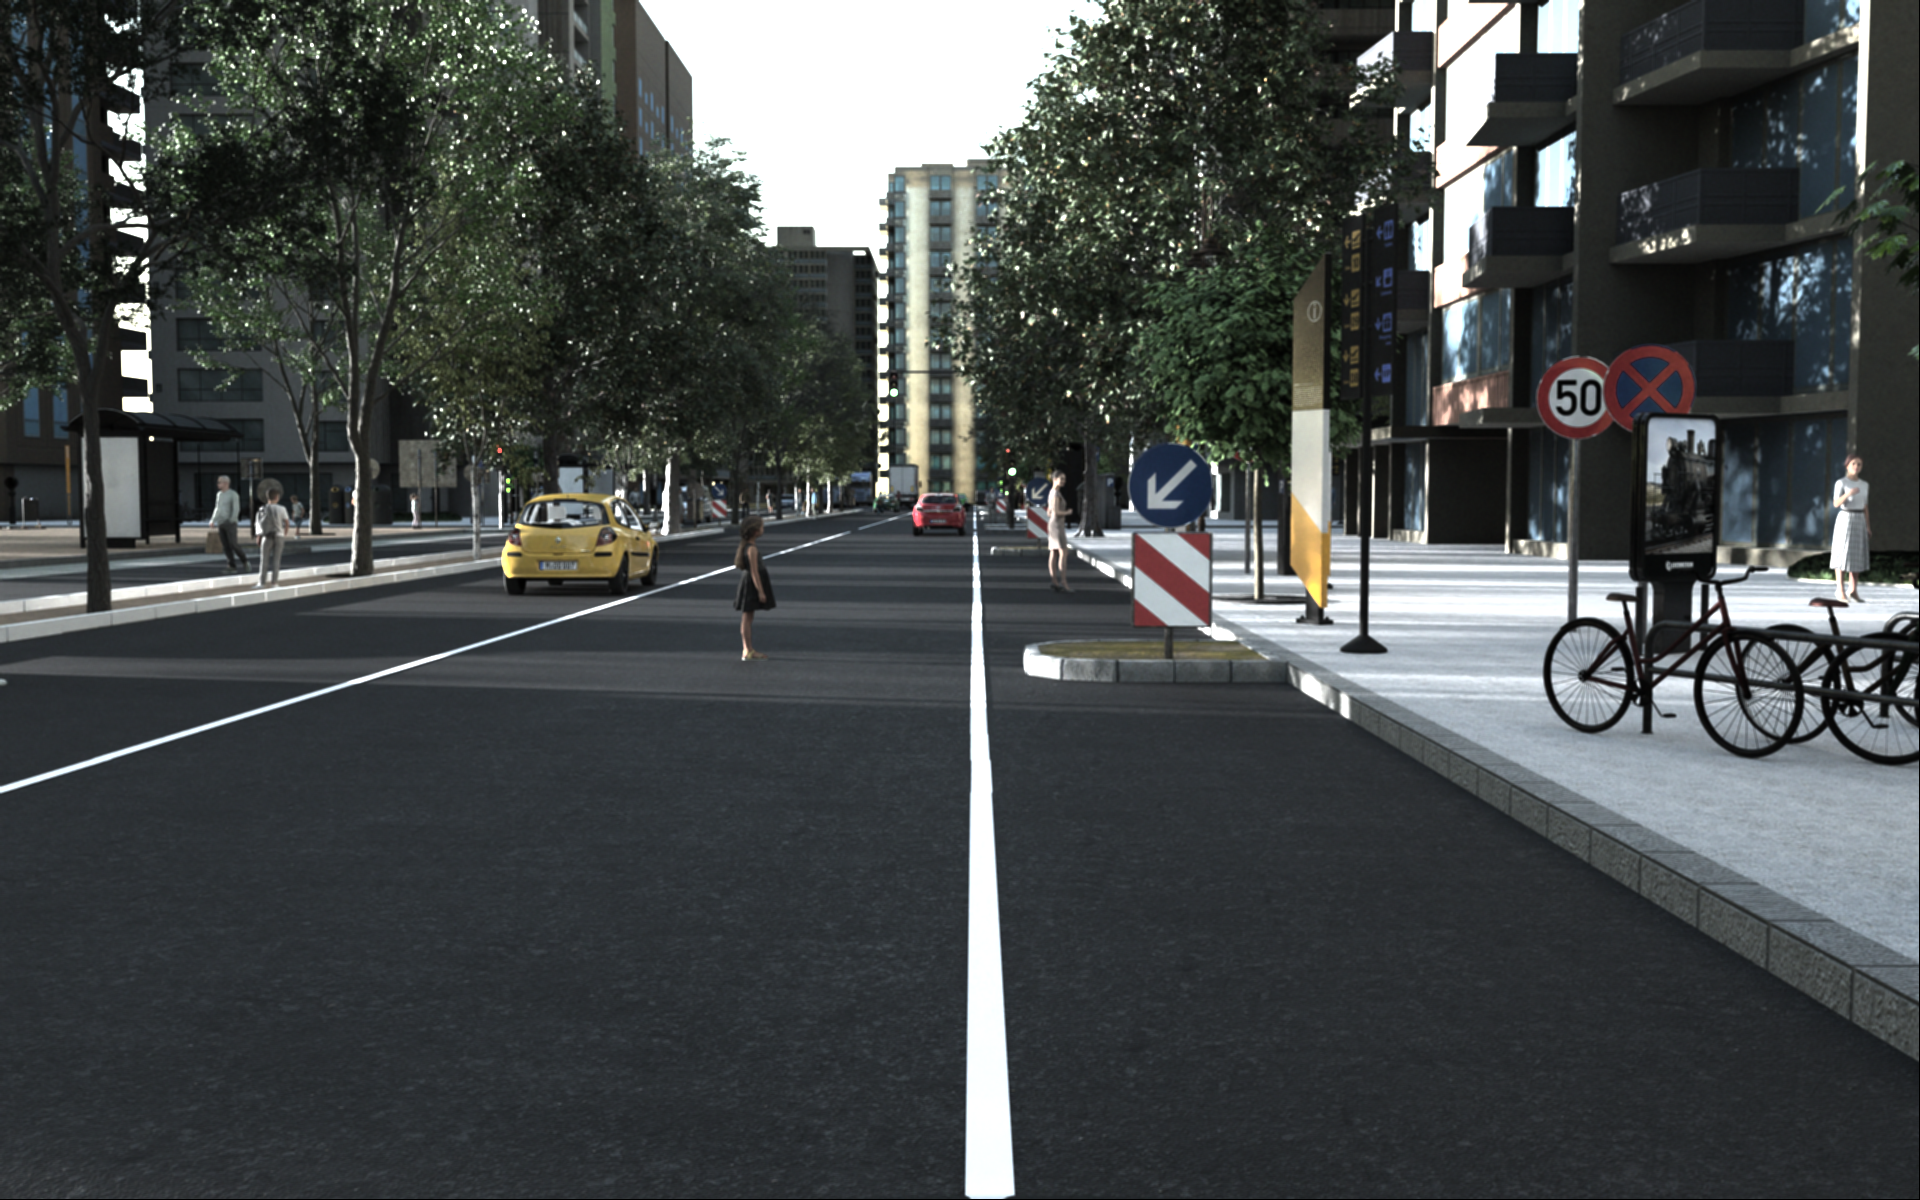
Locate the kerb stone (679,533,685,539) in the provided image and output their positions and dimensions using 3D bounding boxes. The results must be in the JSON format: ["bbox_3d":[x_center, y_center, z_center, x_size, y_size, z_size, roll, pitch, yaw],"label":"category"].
[{"bbox_3d":[-8.988,-2.017,55.178,0.120,0.150,1.000,0,4,0],"label":"kerb stone"}]

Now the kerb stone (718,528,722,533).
[{"bbox_3d":[-8.920,-2.518,63.368,0.120,0.150,1.000,0,4,0],"label":"kerb stone"}]

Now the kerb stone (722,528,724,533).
[{"bbox_3d":[-8.912,-2.581,64.391,0.120,0.150,1.000,0,4,0],"label":"kerb stone"}]

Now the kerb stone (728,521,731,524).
[{"bbox_3d":[-10.876,-3.561,80.411,0.120,0.150,1.000,0,4,0],"label":"kerb stone"}]

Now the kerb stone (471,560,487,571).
[{"bbox_3d":[-9.173,-0.640,32.652,0.120,0.150,1.000,0,4,0],"label":"kerb stone"}]

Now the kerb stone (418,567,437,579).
[{"bbox_3d":[-9.199,-0.446,29.584,0.120,0.150,1.000,0,4,0],"label":"kerb stone"}]

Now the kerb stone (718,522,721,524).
[{"bbox_3d":[-10.906,-3.372,77.340,0.120,0.150,1.000,0,4,0],"label":"kerb stone"}]

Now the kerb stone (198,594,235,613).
[{"bbox_3d":[-9.265,0.048,21.404,0.120,0.150,1.000,0,4,0],"label":"kerb stone"}]

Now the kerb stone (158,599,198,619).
[{"bbox_3d":[-9.279,0.111,20.374,0.120,0.150,1.000,0,4,0],"label":"kerb stone"}]

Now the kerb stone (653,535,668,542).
[{"bbox_3d":[-9.012,-1.829,52.100,0.120,0.150,1.000,0,4,0],"label":"kerb stone"}]

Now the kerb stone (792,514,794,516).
[{"bbox_3d":[-10.652,-5.254,108.097,0.120,0.150,1.000,0,4,0],"label":"kerb stone"}]

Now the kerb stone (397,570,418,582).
[{"bbox_3d":[-9.206,-0.389,28.562,0.120,0.150,1.000,0,4,0],"label":"kerb stone"}]

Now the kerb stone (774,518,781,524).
[{"bbox_3d":[-8.759,-3.685,82.443,0.120,0.150,1.000,0,4,0],"label":"kerb stone"}]

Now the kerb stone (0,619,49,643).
[{"bbox_3d":[-9.294,0.299,17.309,0.120,0.150,1.000,0,4,0],"label":"kerb stone"}]

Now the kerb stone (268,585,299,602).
[{"bbox_3d":[-9.246,-0.077,23.448,0.120,0.150,1.000,0,4,0],"label":"kerb stone"}]

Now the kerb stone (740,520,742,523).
[{"bbox_3d":[-10.835,-3.938,86.580,0.120,0.150,1.000,0,4,0],"label":"kerb stone"}]

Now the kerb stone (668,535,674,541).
[{"bbox_3d":[-9.006,-1.885,53.133,0.120,0.150,1.000,0,4,0],"label":"kerb stone"}]

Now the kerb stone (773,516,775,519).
[{"bbox_3d":[-10.739,-4.627,97.850,0.120,0.150,1.000,0,4,0],"label":"kerb stone"}]

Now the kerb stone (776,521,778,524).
[{"bbox_3d":[-8.768,-3.622,81.416,0.120,0.150,1.000,0,4,0],"label":"kerb stone"}]

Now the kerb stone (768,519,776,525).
[{"bbox_3d":[-8.781,-3.559,80.394,0.120,0.150,1.000,0,4,0],"label":"kerb stone"}]

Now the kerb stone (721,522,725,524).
[{"bbox_3d":[-10.895,-3.435,78.365,0.120,0.150,1.000,0,4,0],"label":"kerb stone"}]

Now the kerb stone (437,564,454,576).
[{"bbox_3d":[-9.189,-0.514,30.606,0.120,0.150,1.000,0,4,0],"label":"kerb stone"}]

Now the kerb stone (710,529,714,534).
[{"bbox_3d":[-8.936,-2.389,61.324,0.120,0.150,1.000,0,4,0],"label":"kerb stone"}]

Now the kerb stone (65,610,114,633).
[{"bbox_3d":[-9.296,0.237,18.331,0.120,0.150,1.000,0,4,0],"label":"kerb stone"}]

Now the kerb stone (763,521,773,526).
[{"bbox_3d":[-8.790,-3.490,79.372,0.120,0.150,1.000,0,4,0],"label":"kerb stone"}]

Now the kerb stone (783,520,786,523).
[{"bbox_3d":[-8.749,-3.807,84.498,0.120,0.150,1.000,0,4,0],"label":"kerb stone"}]

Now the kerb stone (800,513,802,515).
[{"bbox_3d":[-10.609,-5.565,113.225,0.120,0.150,1.000,0,4,0],"label":"kerb stone"}]

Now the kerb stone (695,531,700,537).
[{"bbox_3d":[-8.961,-2.204,58.255,0.120,0.150,1.000,0,4,0],"label":"kerb stone"}]

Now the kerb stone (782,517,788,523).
[{"bbox_3d":[-8.732,-3.873,85.520,0.120,0.150,1.000,0,4,0],"label":"kerb stone"}]

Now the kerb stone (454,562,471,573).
[{"bbox_3d":[-9.178,-0.577,31.628,0.120,0.150,1.000,0,4,0],"label":"kerb stone"}]

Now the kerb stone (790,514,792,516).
[{"bbox_3d":[-10.654,-5.191,107.074,0.120,0.150,1.000,0,4,0],"label":"kerb stone"}]

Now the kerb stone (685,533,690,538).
[{"bbox_3d":[-8.980,-2.074,56.204,0.120,0.150,1.000,0,4,0],"label":"kerb stone"}]

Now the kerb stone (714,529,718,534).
[{"bbox_3d":[-8.931,-2.456,62.346,0.120,0.150,1.000,0,4,0],"label":"kerb stone"}]

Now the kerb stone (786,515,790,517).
[{"bbox_3d":[-10.663,-5.129,106.052,0.120,0.150,1.000,0,4,0],"label":"kerb stone"}]

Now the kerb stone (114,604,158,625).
[{"bbox_3d":[-9.285,0.176,19.353,0.120,0.150,1.000,0,4,0],"label":"kerb stone"}]

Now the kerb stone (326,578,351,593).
[{"bbox_3d":[-9.237,-0.202,25.495,0.120,0.150,1.000,0,4,0],"label":"kerb stone"}]

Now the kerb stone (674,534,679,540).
[{"bbox_3d":[-9.004,-1.955,54.156,0.120,0.150,1.000,0,4,0],"label":"kerb stone"}]

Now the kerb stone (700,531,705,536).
[{"bbox_3d":[-8.954,-2.266,59.277,0.120,0.150,1.000,0,4,0],"label":"kerb stone"}]

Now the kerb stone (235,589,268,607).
[{"bbox_3d":[-9.255,-0.013,22.426,0.120,0.150,1.000,0,4,0],"label":"kerb stone"}]

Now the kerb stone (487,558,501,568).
[{"bbox_3d":[-9.173,-0.700,33.675,0.120,0.150,1.000,0,4,0],"label":"kerb stone"}]

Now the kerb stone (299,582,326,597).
[{"bbox_3d":[-9.243,-0.139,24.473,0.120,0.150,1.000,0,4,0],"label":"kerb stone"}]

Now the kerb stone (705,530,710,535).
[{"bbox_3d":[-8.942,-2.330,60.299,0.120,0.150,1.000,0,4,0],"label":"kerb stone"}]

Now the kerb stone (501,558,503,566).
[{"bbox_3d":[-9.160,-0.765,34.699,0.120,0.150,1.000,0,4,0],"label":"kerb stone"}]

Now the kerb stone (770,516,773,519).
[{"bbox_3d":[-10.740,-4.565,96.828,0.120,0.150,1.000,0,4,0],"label":"kerb stone"}]

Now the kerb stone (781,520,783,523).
[{"bbox_3d":[-8.754,-3.743,83.466,0.120,0.150,1.000,0,4,0],"label":"kerb stone"}]

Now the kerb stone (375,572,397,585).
[{"bbox_3d":[-9.216,-0.327,27.540,0.120,0.150,1.000,0,4,0],"label":"kerb stone"}]

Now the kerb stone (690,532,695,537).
[{"bbox_3d":[-8.971,-2.138,57.228,0.120,0.150,1.000,0,4,0],"label":"kerb stone"}]

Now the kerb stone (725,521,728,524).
[{"bbox_3d":[-10.888,-3.491,79.387,0.120,0.150,1.000,0,4,0],"label":"kerb stone"}]

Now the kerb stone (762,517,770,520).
[{"bbox_3d":[-10.753,-4.502,95.806,0.120,0.150,1.000,0,4,0],"label":"kerb stone"}]

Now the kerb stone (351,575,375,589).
[{"bbox_3d":[-9.225,-0.264,26.518,0.120,0.150,1.000,0,4,0],"label":"kerb stone"}]

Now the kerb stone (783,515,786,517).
[{"bbox_3d":[-10.687,-5.003,104.008,0.120,0.150,1.000,0,4,0],"label":"kerb stone"}]
